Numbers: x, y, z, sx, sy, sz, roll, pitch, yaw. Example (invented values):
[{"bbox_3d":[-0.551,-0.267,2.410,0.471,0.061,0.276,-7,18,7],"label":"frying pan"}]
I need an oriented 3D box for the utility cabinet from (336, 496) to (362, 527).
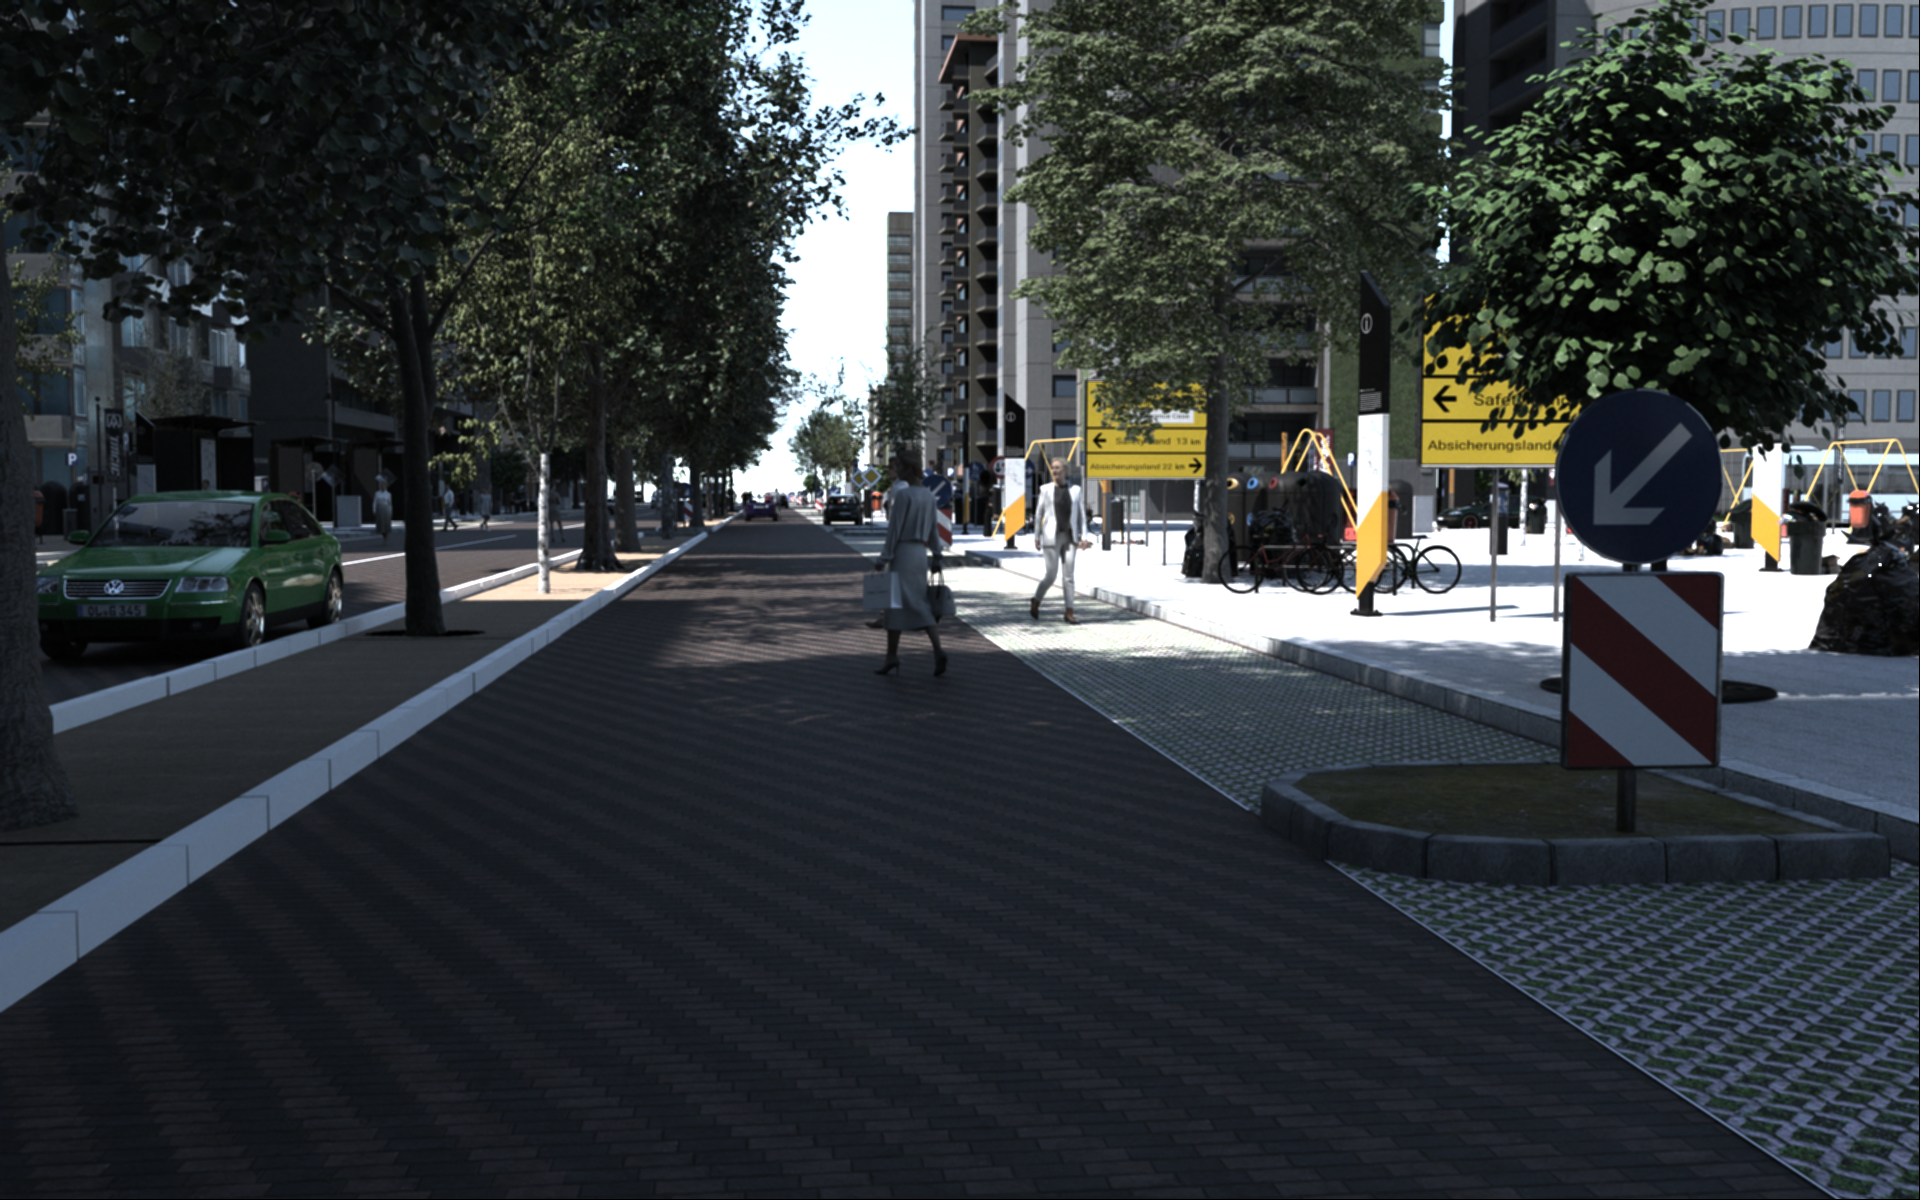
[{"bbox_3d":[-23.688,-3.412,66.956,1.020,1.237,0.306,0,4,6],"label":"utility cabinet"}]

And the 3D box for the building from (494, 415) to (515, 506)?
[{"bbox_3d":[-59.238,-45.856,187.998,20.563,71.187,20.611,0,4,-6],"label":"building"}]

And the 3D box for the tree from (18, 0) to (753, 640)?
[{"bbox_3d":[-5.527,-5.445,17.242,9.928,11.665,9.643,0,3,0],"label":"tree"}]

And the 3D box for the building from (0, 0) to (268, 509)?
[{"bbox_3d":[-49.977,-28.579,86.872,23.786,49.044,30.456,0,4,-6],"label":"building"}]

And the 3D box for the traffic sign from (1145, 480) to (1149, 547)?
[{"bbox_3d":[4.526,-2.553,41.844,0.768,2.556,0.104,0,4,3],"label":"traffic sign"}]

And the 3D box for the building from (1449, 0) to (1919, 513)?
[{"bbox_3d":[42.948,-33.606,91.462,28.212,58.520,21.231,0,4,-6],"label":"building"}]

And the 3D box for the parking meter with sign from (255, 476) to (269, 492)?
[{"bbox_3d":[-30.164,-4.789,74.561,1.738,3.016,0.543,1,4,22],"label":"parking meter with sign"}]

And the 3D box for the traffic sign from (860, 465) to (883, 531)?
[{"bbox_3d":[-3.037,-3.407,59.344,0.795,2.450,0.064,0,4,-6],"label":"traffic sign"}]

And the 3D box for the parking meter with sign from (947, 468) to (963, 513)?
[{"bbox_3d":[-0.138,-7.404,117.309,0.543,3.016,1.738,2,4,35],"label":"parking meter with sign"}]

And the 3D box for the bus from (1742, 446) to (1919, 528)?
[{"bbox_3d":[37.758,-4.483,68.150,13.247,3.499,2.948,0,4,-6],"label":"bus"}]

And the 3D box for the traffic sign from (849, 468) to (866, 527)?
[{"bbox_3d":[-3.906,-3.892,67.282,0.795,2.450,0.064,0,4,-6],"label":"traffic sign"}]

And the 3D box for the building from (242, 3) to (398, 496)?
[{"bbox_3d":[-52.796,-30.400,120.747,21.300,48.544,21.600,0,4,-6],"label":"building"}]

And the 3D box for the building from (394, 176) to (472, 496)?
[{"bbox_3d":[-58.160,-34.314,150.270,28.713,52.752,27.495,0,4,-6],"label":"building"}]

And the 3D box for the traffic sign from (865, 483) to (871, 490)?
[{"bbox_3d":[-5.292,-6.231,101.976,0.768,2.556,0.104,0,4,-3],"label":"traffic sign"}]

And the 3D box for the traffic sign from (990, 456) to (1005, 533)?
[{"bbox_3d":[1.372,-3.524,57.726,0.768,2.556,0.104,0,4,-3],"label":"traffic sign"}]

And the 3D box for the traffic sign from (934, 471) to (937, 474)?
[{"bbox_3d":[-1.489,-5.829,95.411,0.768,2.556,0.104,0,4,3],"label":"traffic sign"}]

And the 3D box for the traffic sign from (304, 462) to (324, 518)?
[{"bbox_3d":[-25.703,-4.209,68.921,0.768,2.556,0.104,0,4,-1],"label":"traffic sign"}]

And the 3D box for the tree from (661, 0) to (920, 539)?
[{"bbox_3d":[-7.892,-11.920,53.240,12.611,20.169,13.585,0,3,0],"label":"tree"}]

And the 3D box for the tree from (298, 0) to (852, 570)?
[{"bbox_3d":[-6.850,-6.903,32.328,9.611,12.733,9.660,0,3,0],"label":"tree"}]

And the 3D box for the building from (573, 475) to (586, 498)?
[{"bbox_3d":[-69.034,-39.143,259.589,23.786,49.044,30.456,0,4,-6],"label":"building"}]

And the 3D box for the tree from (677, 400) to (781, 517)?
[{"bbox_3d":[-14.846,-11.342,106.021,7.486,12.596,7.792,0,3,0],"label":"tree"}]

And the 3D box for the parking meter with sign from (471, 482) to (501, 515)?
[{"bbox_3d":[-28.940,-6.689,105.632,1.738,3.016,0.543,0,3,0],"label":"parking meter with sign"}]

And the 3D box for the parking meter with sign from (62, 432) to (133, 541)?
[{"bbox_3d":[-23.992,-3.176,48.184,0.543,3.016,1.738,3,5,44],"label":"parking meter with sign"}]

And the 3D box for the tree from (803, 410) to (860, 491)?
[{"bbox_3d":[-11.339,-12.670,157.508,4.360,8.622,3.978,0,3,0],"label":"tree"}]

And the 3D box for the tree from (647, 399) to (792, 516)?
[{"bbox_3d":[-15.736,-10.841,114.126,8.767,10.594,7.601,0,4,-6],"label":"tree"}]

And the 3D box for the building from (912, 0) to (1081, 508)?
[{"bbox_3d":[5.288,-39.851,193.565,21.231,58.520,28.212,0,4,-6],"label":"building"}]

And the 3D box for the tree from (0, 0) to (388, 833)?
[{"bbox_3d":[-4.202,-5.987,6.997,9.857,13.997,8.962,0,3,0],"label":"tree"}]

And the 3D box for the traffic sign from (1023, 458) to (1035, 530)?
[{"bbox_3d":[2.265,-3.724,60.991,0.768,2.556,0.104,0,4,-2],"label":"traffic sign"}]

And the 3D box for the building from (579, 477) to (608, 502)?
[{"bbox_3d":[-65.393,-36.638,282.620,14.154,41.232,14.086,0,4,-6],"label":"building"}]

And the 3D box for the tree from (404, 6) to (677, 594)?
[{"bbox_3d":[-6.011,-4.399,24.744,4.737,8.622,4.395,0,3,0],"label":"tree"}]

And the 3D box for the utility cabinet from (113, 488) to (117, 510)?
[{"bbox_3d":[-31.799,-3.435,64.848,0.318,1.500,1.173,-2,4,-30],"label":"utility cabinet"}]

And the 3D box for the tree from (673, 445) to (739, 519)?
[{"bbox_3d":[-14.224,-8.929,98.804,4.360,8.622,3.978,0,3,0],"label":"tree"}]

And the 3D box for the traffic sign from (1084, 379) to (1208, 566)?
[{"bbox_3d":[3.317,-2.251,30.670,2.265,3.308,0.079,0,4,-4],"label":"traffic sign"}]

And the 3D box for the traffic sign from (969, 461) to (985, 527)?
[{"bbox_3d":[0.605,-4.119,67.450,0.768,2.556,0.104,0,4,3],"label":"traffic sign"}]

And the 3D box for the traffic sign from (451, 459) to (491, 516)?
[{"bbox_3d":[-28.519,-6.550,100.971,2.265,3.308,0.079,0,4,-4],"label":"traffic sign"}]

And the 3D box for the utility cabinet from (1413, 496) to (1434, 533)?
[{"bbox_3d":[15.099,-2.791,56.795,1.020,1.237,0.306,-3,5,-40],"label":"utility cabinet"}]

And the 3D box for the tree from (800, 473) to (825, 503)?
[{"bbox_3d":[-20.600,-15.734,240.960,4.285,4.588,4.351,0,3,0],"label":"tree"}]

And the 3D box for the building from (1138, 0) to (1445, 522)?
[{"bbox_3d":[14.405,-24.543,84.869,14.086,41.232,14.154,0,4,-6],"label":"building"}]

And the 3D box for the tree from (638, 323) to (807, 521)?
[{"bbox_3d":[-13.179,-10.854,90.289,12.009,13.543,11.850,0,3,0],"label":"tree"}]

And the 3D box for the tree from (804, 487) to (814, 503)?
[{"bbox_3d":[-21.956,-15.899,254.545,1.663,3.219,1.824,0,3,0],"label":"tree"}]

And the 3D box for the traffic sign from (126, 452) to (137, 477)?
[{"bbox_3d":[-24.526,-3.159,51.754,0.768,2.556,0.104,0,4,-1],"label":"traffic sign"}]

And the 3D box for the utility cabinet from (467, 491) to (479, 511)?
[{"bbox_3d":[-36.556,-7.465,130.723,1.173,1.500,0.318,-2,4,-31],"label":"utility cabinet"}]

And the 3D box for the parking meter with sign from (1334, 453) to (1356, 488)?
[{"bbox_3d":[15.767,-4.693,72.985,1.738,3.016,0.543,-1,4,-17],"label":"parking meter with sign"}]

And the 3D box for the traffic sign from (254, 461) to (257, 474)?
[{"bbox_3d":[-23.621,-3.494,57.240,0.768,2.556,0.104,0,4,2],"label":"traffic sign"}]

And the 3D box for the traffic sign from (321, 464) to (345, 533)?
[{"bbox_3d":[-20.778,-3.290,57.431,0.795,2.450,0.064,0,4,-6],"label":"traffic sign"}]

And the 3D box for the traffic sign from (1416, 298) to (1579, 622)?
[{"bbox_3d":[5.665,-1.431,17.272,2.265,3.308,0.079,0,4,-2],"label":"traffic sign"}]

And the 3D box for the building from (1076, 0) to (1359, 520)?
[{"bbox_3d":[13.766,-25.524,100.904,14.154,41.232,14.086,0,4,-6],"label":"building"}]

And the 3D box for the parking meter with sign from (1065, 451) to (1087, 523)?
[{"bbox_3d":[4.546,-4.521,70.178,1.738,3.016,0.543,-3,5,-44],"label":"parking meter with sign"}]

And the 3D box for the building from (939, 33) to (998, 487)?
[{"bbox_3d":[9.538,-31.263,165.774,22.147,44.769,28.867,0,4,-6],"label":"building"}]

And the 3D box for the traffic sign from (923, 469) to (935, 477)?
[{"bbox_3d":[-1.644,-5.451,89.232,0.768,2.556,0.104,0,4,1],"label":"traffic sign"}]

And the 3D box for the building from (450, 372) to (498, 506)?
[{"bbox_3d":[-54.326,-31.911,171.847,14.600,45.320,14.200,0,4,-6],"label":"building"}]

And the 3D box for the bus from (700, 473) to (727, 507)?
[{"bbox_3d":[-27.012,-12.125,189.797,2.896,3.916,12.252,0,4,-8],"label":"bus"}]

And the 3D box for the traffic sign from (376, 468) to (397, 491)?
[{"bbox_3d":[-21.647,-3.775,65.369,0.795,2.450,0.064,0,4,-6],"label":"traffic sign"}]
